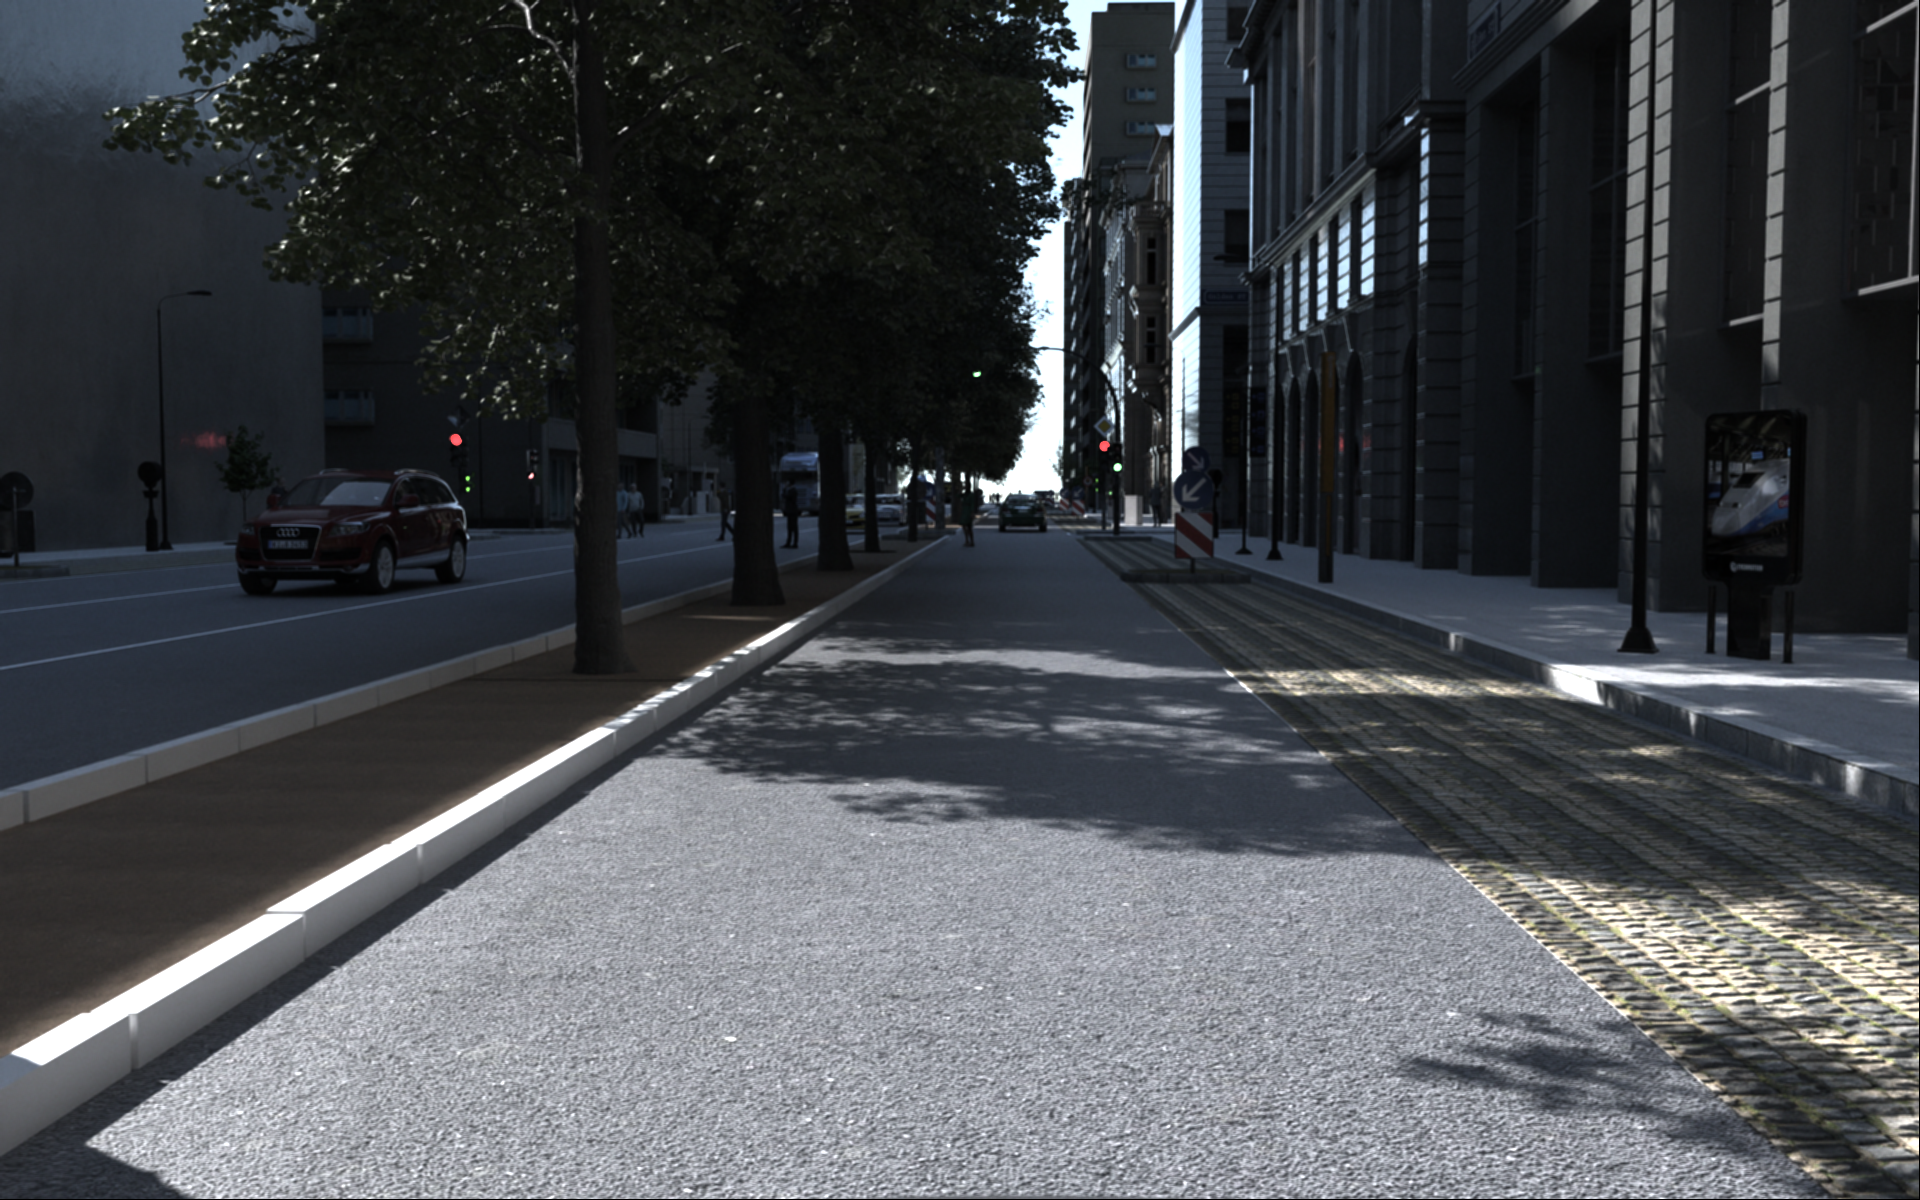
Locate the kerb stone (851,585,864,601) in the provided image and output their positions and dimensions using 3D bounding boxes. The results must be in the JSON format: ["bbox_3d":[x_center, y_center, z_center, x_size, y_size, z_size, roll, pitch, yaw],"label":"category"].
[{"bbox_3d":[-1.435,-0.066,23.282,0.120,0.150,1.000,0,4,2],"label":"kerb stone"}]

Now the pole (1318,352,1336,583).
[{"bbox_3d":[5.294,-1.904,24.979,0.158,3.312,0.155,0,3,0],"label":"pole"}]

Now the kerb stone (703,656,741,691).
[{"bbox_3d":[-1.804,0.562,13.014,0.120,0.150,1.000,0,4,2],"label":"kerb stone"}]

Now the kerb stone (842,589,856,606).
[{"bbox_3d":[-1.475,0.000,22.258,0.120,0.150,1.000,0,4,2],"label":"kerb stone"}]

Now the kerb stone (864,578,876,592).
[{"bbox_3d":[-1.374,-0.191,25.326,0.120,0.150,1.000,0,4,2],"label":"kerb stone"}]

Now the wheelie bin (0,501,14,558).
[{"bbox_3d":[-19.374,-1.639,34.705,0.693,1.594,0.980,-3,5,-40],"label":"wheelie bin"}]

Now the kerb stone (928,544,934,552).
[{"bbox_3d":[-0.783,-1.195,41.741,0.120,0.150,1.000,0,4,2],"label":"kerb stone"}]

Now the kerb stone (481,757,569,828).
[{"bbox_3d":[-1.984,0.875,7.884,0.120,0.150,1.000,0,4,2],"label":"kerb stone"}]

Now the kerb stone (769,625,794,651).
[{"bbox_3d":[-1.692,0.373,16.106,0.120,0.150,1.000,0,4,2],"label":"kerb stone"}]

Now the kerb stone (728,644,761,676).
[{"bbox_3d":[-1.771,0.499,14.055,0.120,0.150,1.000,0,4,2],"label":"kerb stone"}]

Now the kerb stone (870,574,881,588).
[{"bbox_3d":[-1.337,-0.254,26.355,0.120,0.150,1.000,0,4,2],"label":"kerb stone"}]

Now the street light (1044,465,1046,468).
[{"bbox_3d":[13.518,-17.398,256.997,1.470,5.913,1.316,0,4,2],"label":"street light"}]

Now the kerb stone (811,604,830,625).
[{"bbox_3d":[-1.582,0.184,19.190,0.120,0.150,1.000,0,4,2],"label":"kerb stone"}]

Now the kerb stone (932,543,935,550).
[{"bbox_3d":[-0.755,-1.258,42.765,0.120,0.150,1.000,0,4,2],"label":"kerb stone"}]

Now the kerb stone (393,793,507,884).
[{"bbox_3d":[-2.015,0.938,6.862,0.120,0.150,1.000,0,4,2],"label":"kerb stone"}]

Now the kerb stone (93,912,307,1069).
[{"bbox_3d":[-2.089,1.071,4.813,0.120,0.150,1.000,0,4,2],"label":"kerb stone"}]

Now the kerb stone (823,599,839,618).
[{"bbox_3d":[-1.551,0.121,20.214,0.120,0.150,1.000,0,4,2],"label":"kerb stone"}]

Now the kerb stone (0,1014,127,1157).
[{"bbox_3d":[-2.132,1.130,3.792,0.120,0.150,1.000,0,4,2],"label":"kerb stone"}]

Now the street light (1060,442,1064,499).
[{"bbox_3d":[9.788,-11.038,153.013,1.470,5.913,1.316,0,4,2],"label":"street light"}]

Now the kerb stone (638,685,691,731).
[{"bbox_3d":[-1.876,0.687,10.958,0.120,0.150,1.000,0,4,2],"label":"kerb stone"}]

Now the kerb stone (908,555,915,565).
[{"bbox_3d":[-1.040,-0.752,34.545,0.120,0.150,1.000,0,4,2],"label":"kerb stone"}]

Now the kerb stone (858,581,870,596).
[{"bbox_3d":[-1.402,-0.129,24.304,0.120,0.150,1.000,0,4,2],"label":"kerb stone"}]

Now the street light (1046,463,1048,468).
[{"bbox_3d":[12.801,-16.179,237.066,1.470,5.913,1.316,0,4,2],"label":"street light"}]

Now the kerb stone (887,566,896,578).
[{"bbox_3d":[-1.227,-0.438,29.425,0.120,0.150,1.000,0,4,2],"label":"kerb stone"}]

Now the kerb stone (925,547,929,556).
[{"bbox_3d":[-0.858,-1.070,39.686,0.120,0.150,1.000,0,4,2],"label":"kerb stone"}]

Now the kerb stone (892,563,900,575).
[{"bbox_3d":[-1.187,-0.503,30.446,0.120,0.150,1.000,0,4,2],"label":"kerb stone"}]

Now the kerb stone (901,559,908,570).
[{"bbox_3d":[-1.110,-0.630,32.502,0.120,0.150,1.000,0,4,2],"label":"kerb stone"}]

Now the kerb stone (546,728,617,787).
[{"bbox_3d":[-1.957,0.817,8.912,0.120,0.150,1.000,0,4,2],"label":"kerb stone"}]

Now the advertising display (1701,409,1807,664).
[{"bbox_3d":[6.166,-0.506,13.490,0.123,1.923,0.974,-1,4,-16],"label":"advertising display"}]

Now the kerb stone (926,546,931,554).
[{"bbox_3d":[-0.829,-1.129,40.719,0.120,0.150,1.000,0,4,2],"label":"kerb stone"}]

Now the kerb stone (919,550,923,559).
[{"bbox_3d":[-0.938,-0.942,37.617,0.120,0.150,1.000,0,4,2],"label":"kerb stone"}]

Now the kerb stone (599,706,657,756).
[{"bbox_3d":[-1.919,0.757,9.935,0.120,0.150,1.000,0,4,2],"label":"kerb stone"}]

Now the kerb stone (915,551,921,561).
[{"bbox_3d":[-0.971,-0.881,36.594,0.120,0.150,1.000,0,4,2],"label":"kerb stone"}]

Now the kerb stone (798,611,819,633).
[{"bbox_3d":[-1.622,0.247,18.154,0.120,0.150,1.000,0,4,2],"label":"kerb stone"}]

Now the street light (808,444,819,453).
[{"bbox_3d":[-13.483,-11.479,160.218,1.470,5.913,1.316,0,4,2],"label":"street light"}]

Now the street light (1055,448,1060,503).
[{"bbox_3d":[10.495,-12.266,173.088,1.470,5.913,1.316,0,4,2],"label":"street light"}]

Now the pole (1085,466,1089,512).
[{"bbox_3d":[9.209,-8.055,125.543,0.158,3.312,0.155,0,3,0],"label":"pole"}]

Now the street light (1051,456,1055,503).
[{"bbox_3d":[11.191,-13.472,192.802,1.470,5.913,1.316,0,4,2],"label":"street light"}]

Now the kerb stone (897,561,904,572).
[{"bbox_3d":[-1.154,-0.568,31.477,0.120,0.150,1.000,0,4,2],"label":"kerb stone"}]

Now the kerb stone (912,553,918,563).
[{"bbox_3d":[-1.004,-0.818,35.573,0.120,0.150,1.000,0,4,2],"label":"kerb stone"}]

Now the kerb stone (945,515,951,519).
[{"bbox_3d":[-0.657,-5.056,104.853,0.120,0.150,1.000,0,4,2],"label":"kerb stone"}]

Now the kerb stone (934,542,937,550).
[{"bbox_3d":[-0.717,-1.321,43.792,0.120,0.150,1.000,0,4,2],"label":"kerb stone"}]

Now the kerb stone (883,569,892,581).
[{"bbox_3d":[-1.261,-0.377,28.403,0.120,0.150,1.000,0,4,2],"label":"kerb stone"}]

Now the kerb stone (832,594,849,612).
[{"bbox_3d":[-1.508,0.059,21.236,0.120,0.150,1.000,0,4,2],"label":"kerb stone"}]

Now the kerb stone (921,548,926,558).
[{"bbox_3d":[-0.894,-1.006,38.659,0.120,0.150,1.000,0,4,2],"label":"kerb stone"}]

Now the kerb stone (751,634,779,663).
[{"bbox_3d":[-1.727,0.435,15.077,0.120,0.150,1.000,0,4,2],"label":"kerb stone"}]

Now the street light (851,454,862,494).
[{"bbox_3d":[-12.031,-13.909,199.958,1.470,5.913,1.316,0,4,2],"label":"street light"}]

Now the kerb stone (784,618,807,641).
[{"bbox_3d":[-1.663,0.310,17.132,0.120,0.150,1.000,0,4,2],"label":"kerb stone"}]

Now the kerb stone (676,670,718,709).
[{"bbox_3d":[-1.838,0.625,11.980,0.120,0.150,1.000,0,4,2],"label":"kerb stone"}]

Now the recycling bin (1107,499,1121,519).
[{"bbox_3d":[7.821,-4.609,87.912,0.722,1.027,0.722,0,4,3],"label":"recycling bin"}]

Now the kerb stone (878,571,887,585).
[{"bbox_3d":[-1.297,-0.317,27.377,0.120,0.150,1.000,0,4,2],"label":"kerb stone"}]

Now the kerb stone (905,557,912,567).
[{"bbox_3d":[-1.079,-0.693,33.524,0.120,0.150,1.000,0,4,2],"label":"kerb stone"}]

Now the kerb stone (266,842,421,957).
[{"bbox_3d":[-2.060,1.001,5.837,0.120,0.150,1.000,0,4,2],"label":"kerb stone"}]

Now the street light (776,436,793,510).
[{"bbox_3d":[-14.186,-10.222,139.664,1.470,5.913,1.316,0,4,2],"label":"street light"}]
